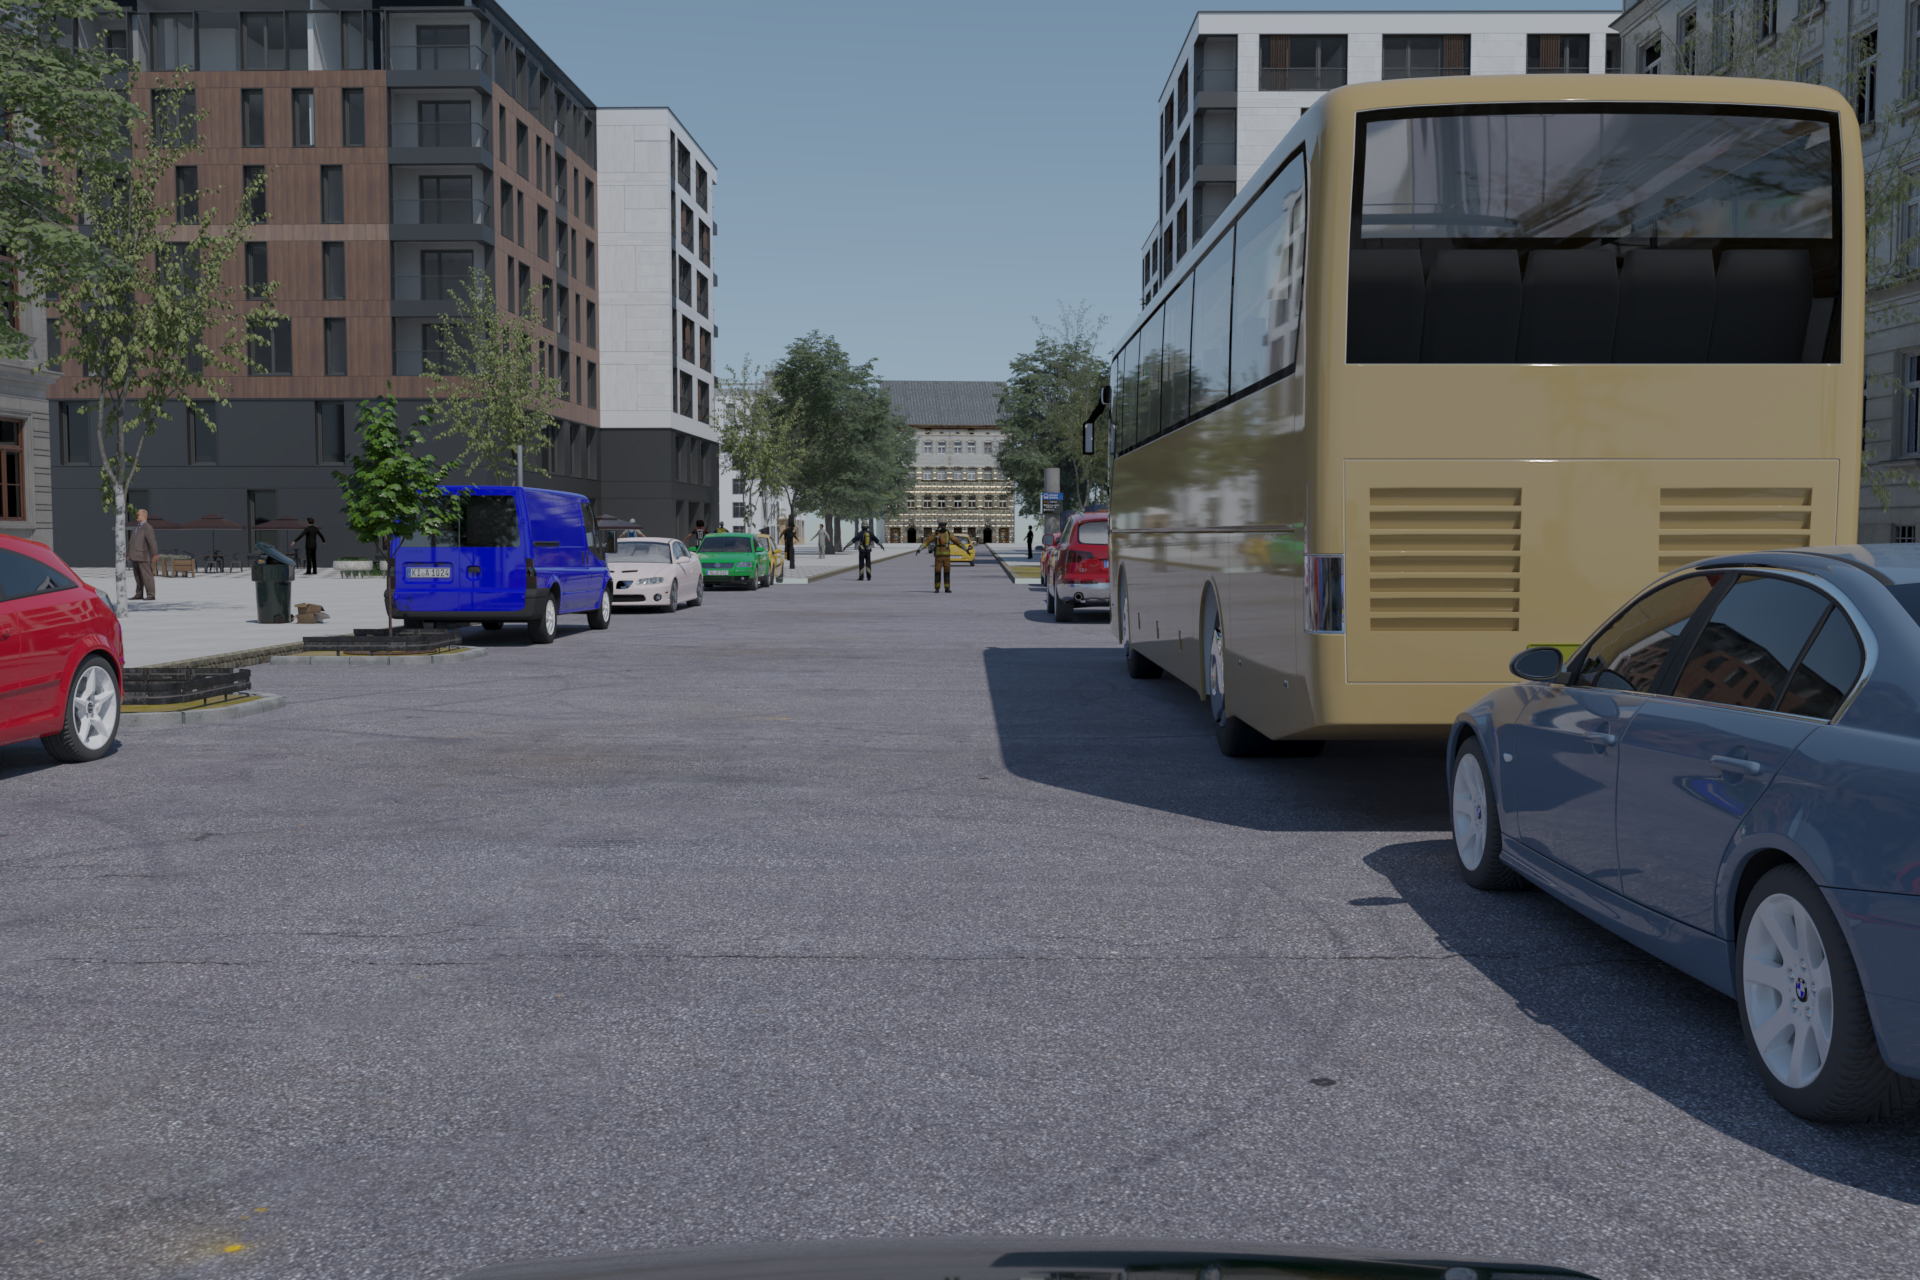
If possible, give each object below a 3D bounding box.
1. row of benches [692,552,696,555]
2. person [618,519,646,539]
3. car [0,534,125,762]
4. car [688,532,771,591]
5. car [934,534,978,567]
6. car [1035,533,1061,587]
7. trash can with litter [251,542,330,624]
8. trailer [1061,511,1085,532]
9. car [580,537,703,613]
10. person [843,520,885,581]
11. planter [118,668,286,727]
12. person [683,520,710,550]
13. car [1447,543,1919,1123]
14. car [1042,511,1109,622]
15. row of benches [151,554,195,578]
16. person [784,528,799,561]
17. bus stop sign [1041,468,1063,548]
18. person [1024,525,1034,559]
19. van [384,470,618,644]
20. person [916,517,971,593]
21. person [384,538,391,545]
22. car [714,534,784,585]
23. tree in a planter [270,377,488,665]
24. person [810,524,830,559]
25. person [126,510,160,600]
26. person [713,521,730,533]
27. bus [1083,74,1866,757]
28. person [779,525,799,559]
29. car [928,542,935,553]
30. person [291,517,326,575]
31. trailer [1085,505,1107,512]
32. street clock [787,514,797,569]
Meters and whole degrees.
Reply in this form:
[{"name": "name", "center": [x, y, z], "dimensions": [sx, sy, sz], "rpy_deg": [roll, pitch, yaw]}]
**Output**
[{"name": "row of benches", "center": [-8.534, -2.808, 61.374], "dimensions": [4.104, 0.672, 1.422], "rpy_deg": [-3, 5, -41]}, {"name": "person", "center": [-12.087, -3.557, 64.014], "dimensions": [1.347, 1.847, 0.705], "rpy_deg": [0, 4, 7]}, {"name": "car", "center": [-6.358, -0.027, 9.482], "dimensions": [2.155, 1.783, 4.494], "rpy_deg": [0, 4, 1]}, {"name": "car", "center": [-6.004, -2.226, 45.184], "dimensions": [1.959, 1.807, 4.718], "rpy_deg": [0, 4, 0]}, {"name": "car", "center": [-0.177, -4.134, 77.812], "dimensions": [2.015, 1.641, 3.980], "rpy_deg": [0, 4, 1]}, {"name": "car", "center": [3.191, -2.419, 48.587], "dimensions": [2.155, 1.783, 4.494], "rpy_deg": [0, 4, 1]}, {"name": "trash can with litter", "center": [-9.621, -0.828, 24.919], "dimensions": [1.055, 1.170, 0.624], "rpy_deg": [0, 4, 0]}, {"name": "trailer", "center": [3.072, -2.258, 43.960], "dimensions": [1.471, 1.999, 3.904], "rpy_deg": [0, 4, 1]}, {"name": "car", "center": [-6.087, -1.264, 33.036], "dimensions": [2.083, 1.381, 4.827], "rpy_deg": [0, 4, 1]}, {"name": "person", "center": [-2.937, -2.756, 53.290], "dimensions": [1.354, 1.856, 0.705], "rpy_deg": [-1, 4, -22]}, {"name": "planter", "center": [-6.588, 0.444, 13.880], "dimensions": [1.991, 0.319, 1.994], "rpy_deg": [0, 4, 1]}, {"name": "person", "center": [-9.915, -3.669, 66.126], "dimensions": [1.345, 1.843, 0.704], "rpy_deg": [-1, 4, -10]}, {"name": "car", "center": [2.906, 0.398, 5.503], "dimensions": [2.014, 1.417, 4.499], "rpy_deg": [0, 4, 1]}, {"name": "car", "center": [2.567, -1.289, 29.746], "dimensions": [2.281, 1.827, 5.304], "rpy_deg": [0, 4, 1]}, {"name": "row of benches", "center": [-23.977, -2.265, 52.503], "dimensions": [1.422, 0.672, 4.104], "rpy_deg": [-2, 4, -35]}, {"name": "person", "center": [-8.150, -4.711, 83.249], "dimensions": [0.704, 1.802, 1.346], "rpy_deg": [-2, 4, -34]}, {"name": "bus stop sign", "center": [3.674, -4.909, 69.273], "dimensions": [0.837, 3.901, 0.837], "rpy_deg": [0, 4, -1]}, {"name": "person", "center": [3.514, -5.027, 88.904], "dimensions": [0.721, 1.740, 1.216], "rpy_deg": [1, 4, 23]}, {"name": "van", "center": [-6.245, -1.215, 24.250], "dimensions": [2.240, 2.365, 5.245], "rpy_deg": [0, 4, 0]}, {"name": "person", "center": [-0.424, -2.074, 42.139], "dimensions": [1.354, 1.858, 0.705], "rpy_deg": [-1, 4, -10]}, {"name": "person", "center": [-20.357, -3.430, 62.209], "dimensions": [0.705, 1.813, 1.348], "rpy_deg": [1, 4, 11]}, {"name": "car", "center": [-6.072, -2.419, 49.774], "dimensions": [2.015, 1.641, 3.980], "rpy_deg": [0, 3, 0]}, {"name": "tree in a planter", "center": [-6.565, -1.384, 19.857], "dimensions": [1.991, 3.239, 1.994], "rpy_deg": [0, 4, 1]}, {"name": "person", "center": [-7.188, -5.104, 89.643], "dimensions": [1.347, 1.806, 0.705], "rpy_deg": [3, 4, 38]}, {"name": "person", "center": [-15.857, -1.648, 33.538], "dimensions": [0.990, 1.755, 0.434], "rpy_deg": [2, 4, 34]}, {"name": "person", "center": [-10.132, -4.145, 73.747], "dimensions": [1.349, 1.833, 0.705], "rpy_deg": [0, 4, -5]}, {"name": "bus", "center": [2.859, -1.370, 13.940], "dimensions": [2.896, 3.916, 12.252], "rpy_deg": [0, 3, 0]}, {"name": "person", "center": [-8.706, -4.990, 87.730], "dimensions": [0.704, 1.812, 1.346], "rpy_deg": [3, 5, 44]}, {"name": "car", "center": [-1.468, -7.282, 128.841], "dimensions": [2.009, 1.686, 4.222], "rpy_deg": [0, 4, 1]}, {"name": "person", "center": [-20.518, -2.966, 54.687], "dimensions": [0.705, 1.806, 1.347], "rpy_deg": [2, 4, 27]}, {"name": "trailer", "center": [3.082, -1.744, 35.562], "dimensions": [1.471, 1.999, 3.904], "rpy_deg": [0, 4, 0]}, {"name": "street clock", "center": [-6.178, -3.617, 63.705], "dimensions": [0.358, 2.002, 0.471], "rpy_deg": [0, 4, 1]}]
